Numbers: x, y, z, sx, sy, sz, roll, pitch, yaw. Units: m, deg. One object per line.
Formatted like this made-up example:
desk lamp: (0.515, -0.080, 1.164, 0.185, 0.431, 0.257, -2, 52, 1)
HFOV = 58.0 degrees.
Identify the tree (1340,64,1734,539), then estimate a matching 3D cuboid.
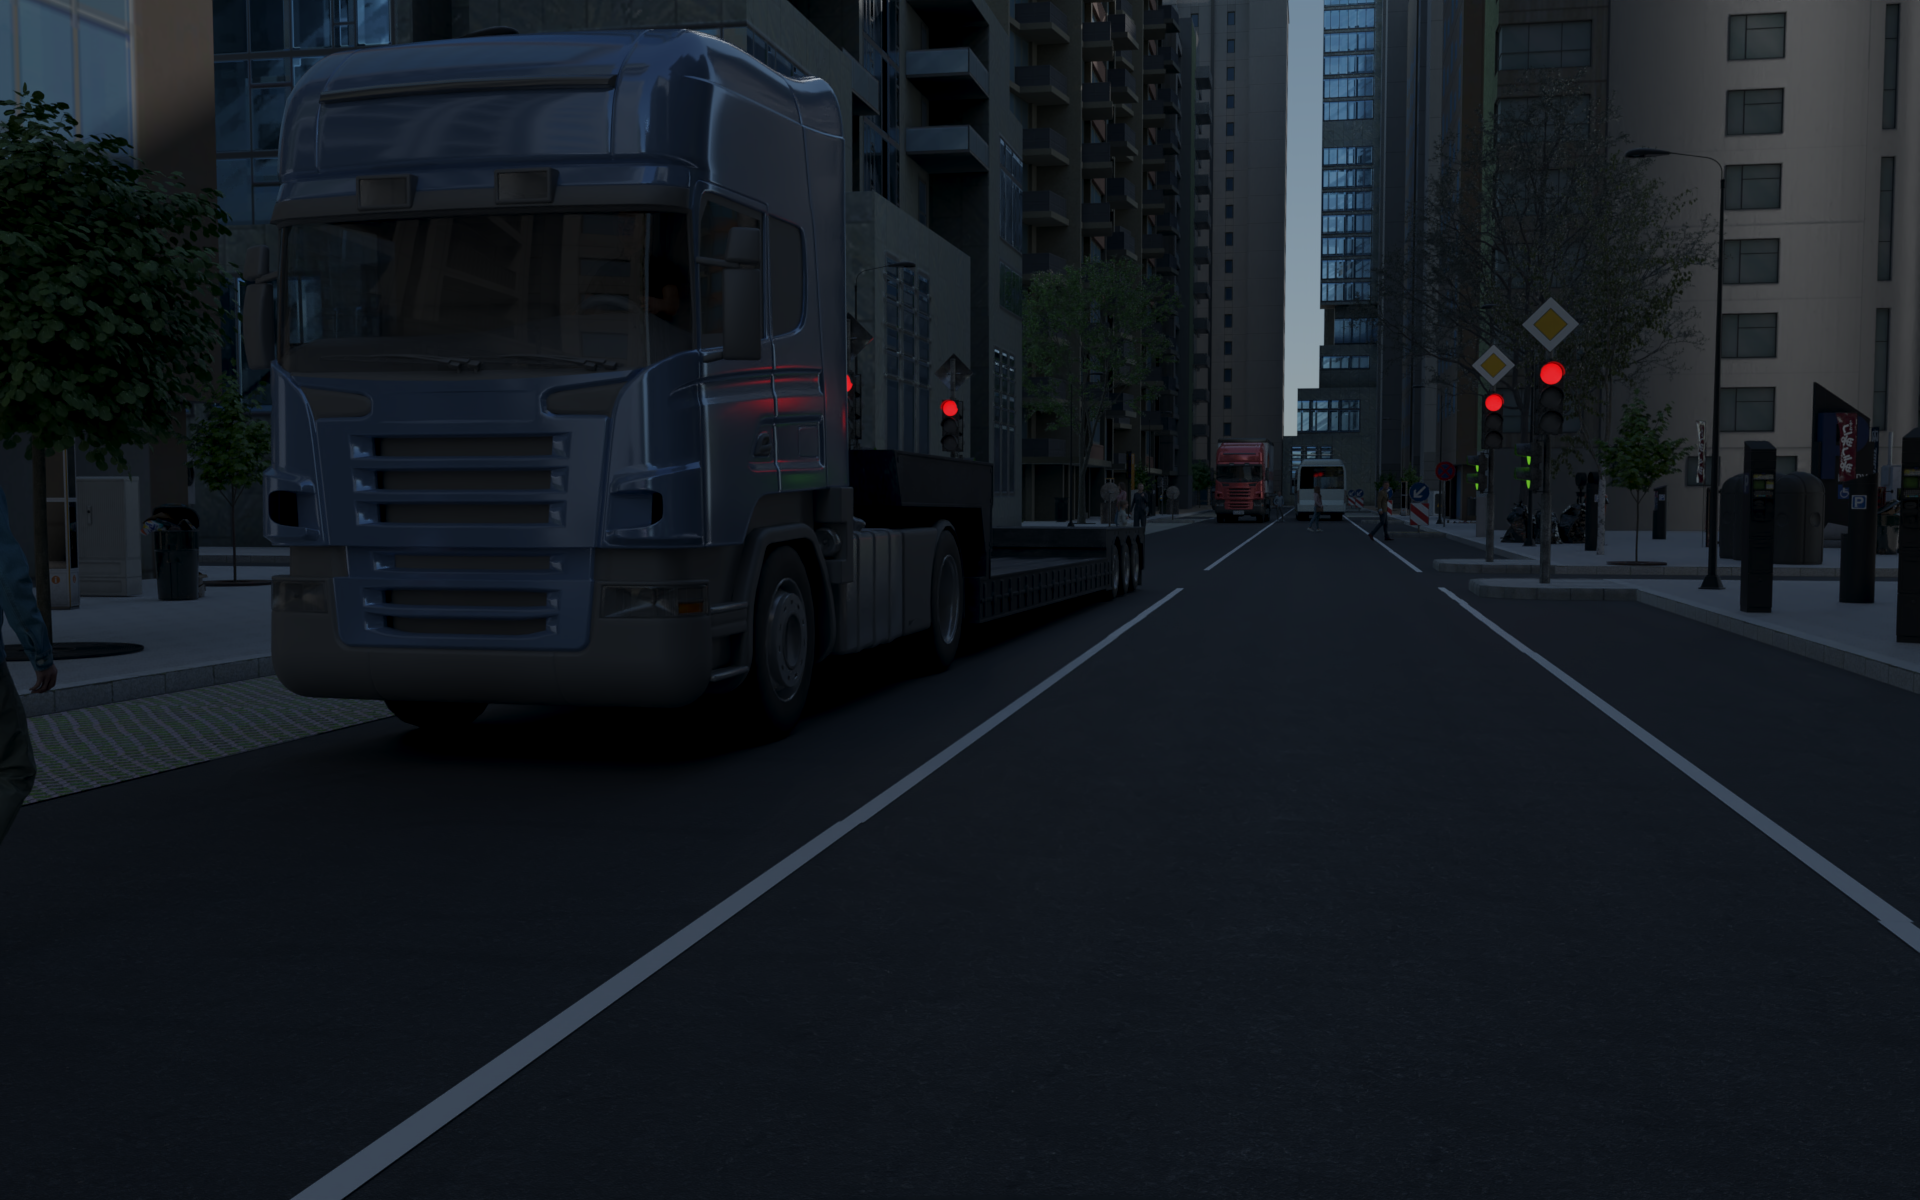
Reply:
tree: (16.172, -8.478, 48.992, 12.009, 13.543, 11.850, 0, 3, 0)

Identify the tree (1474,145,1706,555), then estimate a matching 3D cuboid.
tree: (13.382, -5.272, 36.553, 4.360, 8.622, 3.978, 0, 3, 0)

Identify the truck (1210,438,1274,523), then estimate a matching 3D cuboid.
truck: (14.687, -6.141, 89.323, 2.839, 4.237, 11.283, 1, 4, 12)

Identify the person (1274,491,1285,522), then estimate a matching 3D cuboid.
person: (16.534, -4.855, 89.693, 0.589, 1.601, 0.330, 0, 4, 2)

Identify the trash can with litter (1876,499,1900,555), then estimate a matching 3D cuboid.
trash can with litter: (19.338, -1.542, 36.604, 1.055, 1.170, 0.624, 0, 4, 7)

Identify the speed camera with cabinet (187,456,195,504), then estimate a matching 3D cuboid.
speed camera with cabinet: (-17.723, -2.704, 38.551, 0.660, 3.252, 2.038, 0, 4, -1)

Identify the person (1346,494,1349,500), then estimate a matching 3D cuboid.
person: (33.409, -8.707, 150.861, 1.348, 1.823, 0.705, -2, 4, -34)

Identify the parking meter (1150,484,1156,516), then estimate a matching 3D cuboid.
parking meter: (11.175, -5.811, 100.718, 0.399, 1.863, 0.255, -3, 5, -43)

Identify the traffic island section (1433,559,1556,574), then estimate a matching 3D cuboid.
traffic island section: (10.021, -0.638, 32.706, 2.009, 0.180, 2.903, 1, 4, 12)

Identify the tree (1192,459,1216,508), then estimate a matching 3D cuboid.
tree: (21.690, -10.606, 157.126, 4.285, 4.588, 4.351, 0, 3, 0)

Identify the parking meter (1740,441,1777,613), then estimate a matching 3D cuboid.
parking meter: (8.661, -0.800, 18.794, 0.255, 1.863, 0.399, 1, 4, 11)

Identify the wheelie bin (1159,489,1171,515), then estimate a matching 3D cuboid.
wheelie bin: (12.870, -6.166, 108.715, 0.693, 1.594, 0.980, 1, 4, 22)

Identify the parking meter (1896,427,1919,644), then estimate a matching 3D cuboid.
parking meter: (8.288, -0.564, 14.939, 0.255, 1.863, 0.399, 3, 5, 44)

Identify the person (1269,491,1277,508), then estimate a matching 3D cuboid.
person: (31.345, -10.004, 172.854, 0.721, 1.735, 1.217, -3, 4, -36)

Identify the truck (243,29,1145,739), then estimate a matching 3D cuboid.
truck: (-0.547, -1.675, 17.144, 2.967, 4.110, 18.799, 1, 4, 13)

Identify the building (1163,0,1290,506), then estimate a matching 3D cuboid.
building: (23.872, -40.415, 202.778, 28.212, 58.520, 21.231, 1, 4, 12)

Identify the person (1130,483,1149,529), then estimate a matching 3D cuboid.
person: (5.701, -2.818, 54.988, 0.576, 1.772, 0.534, 0, 4, -3)

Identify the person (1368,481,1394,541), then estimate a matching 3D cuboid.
person: (12.992, -2.746, 53.303, 0.836, 1.842, 0.656, 0, 4, -2)

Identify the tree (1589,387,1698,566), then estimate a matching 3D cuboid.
tree: (12.181, -2.250, 31.395, 1.663, 3.219, 1.824, 0, 3, 0)

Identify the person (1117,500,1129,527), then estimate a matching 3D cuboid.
person: (3.808, -1.681, 40.268, 0.394, 1.301, 0.425, -2, 4, -24)

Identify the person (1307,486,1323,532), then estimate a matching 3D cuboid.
person: (13.575, -3.489, 66.130, 0.643, 1.750, 0.593, 0, 4, 3)

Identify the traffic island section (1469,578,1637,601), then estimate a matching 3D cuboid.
traffic island section: (8.422, -0.159, 24.882, 2.009, 0.180, 2.903, 1, 4, 12)

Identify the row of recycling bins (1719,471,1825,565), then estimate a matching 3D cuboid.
row of recycling bins: (15.394, -1.583, 32.992, 1.069, 1.692, 3.534, 0, 4, 5)

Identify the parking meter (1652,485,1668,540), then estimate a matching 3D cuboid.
parking meter: (19.808, -2.484, 49.020, 0.372, 1.533, 0.369, 0, 3, 0)

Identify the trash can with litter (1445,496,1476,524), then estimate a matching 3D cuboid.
trash can with litter: (22.102, -3.970, 75.963, 2.233, 1.210, 1.678, 1, 4, 20)

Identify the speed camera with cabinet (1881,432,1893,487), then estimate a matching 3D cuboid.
speed camera with cabinet: (29.941, -3.694, 54.728, 0.660, 3.252, 2.038, 0, 4, -3)

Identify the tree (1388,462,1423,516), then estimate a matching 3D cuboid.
tree: (26.851, -6.680, 103.823, 1.663, 3.219, 1.824, 0, 3, 0)

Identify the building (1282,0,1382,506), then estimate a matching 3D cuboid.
building: (53.045, -54.076, 196.819, 31.000, 86.520, 22.319, 1, 4, 12)

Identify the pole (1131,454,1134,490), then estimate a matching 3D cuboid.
pole: (8.736, -5.732, 87.566, 0.158, 3.312, 0.155, 0, 3, 0)

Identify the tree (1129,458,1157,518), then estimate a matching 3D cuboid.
tree: (9.748, -5.998, 92.669, 1.663, 3.219, 1.824, 0, 3, 0)

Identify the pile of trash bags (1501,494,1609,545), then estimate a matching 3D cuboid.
pile of trash bags: (15.554, -2.138, 44.707, 1.912, 1.369, 3.447, -1, 4, -16)

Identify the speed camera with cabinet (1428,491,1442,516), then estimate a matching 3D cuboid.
speed camera with cabinet: (28.414, -6.542, 101.303, 2.038, 3.252, 0.660, -1, 4, -17)

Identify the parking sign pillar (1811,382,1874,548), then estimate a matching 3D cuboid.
parking sign pillar: (21.168, -3.247, 41.560, 1.447, 3.967, 1.447, 0, 4, 3)

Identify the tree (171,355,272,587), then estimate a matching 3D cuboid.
tree: (-10.167, -1.813, 24.250, 1.663, 3.219, 1.824, 0, 3, 0)

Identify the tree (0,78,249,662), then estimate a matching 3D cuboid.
tree: (-7.286, -1.843, 13.846, 4.285, 4.588, 4.351, 0, 3, 0)

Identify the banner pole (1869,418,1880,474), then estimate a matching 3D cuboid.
banner pole: (29.873, -4.084, 56.786, 0.401, 3.779, 0.863, 0, 4, -2)

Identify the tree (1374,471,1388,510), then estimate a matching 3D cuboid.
tree: (33.059, -8.477, 133.202, 1.663, 3.219, 1.824, 0, 3, 0)

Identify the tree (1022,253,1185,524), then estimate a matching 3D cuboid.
tree: (5.379, -9.054, 73.787, 9.928, 11.665, 9.643, 0, 3, 0)

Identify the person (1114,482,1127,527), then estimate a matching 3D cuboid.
person: (5.292, -2.976, 57.165, 0.388, 1.821, 0.555, -2, 4, -24)

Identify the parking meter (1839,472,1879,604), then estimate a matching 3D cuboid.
parking meter: (10.597, -0.735, 20.424, 0.372, 1.533, 0.369, 0, 3, 0)

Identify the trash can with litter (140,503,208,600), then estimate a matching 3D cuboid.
trash can with litter: (-9.578, -0.598, 21.166, 0.624, 1.170, 1.055, -1, 4, -15)

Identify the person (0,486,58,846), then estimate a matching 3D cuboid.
person: (-3.099, 0.219, 5.258, 0.601, 1.785, 0.444, 1, 4, 13)

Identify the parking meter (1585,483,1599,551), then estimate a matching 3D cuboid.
parking meter: (14.339, -1.881, 39.164, 0.372, 1.533, 0.369, 0, 3, 0)

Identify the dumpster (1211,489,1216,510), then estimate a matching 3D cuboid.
dumpster: (20.701, -7.829, 136.218, 1.865, 1.857, 1.264, 1, 4, 13)
